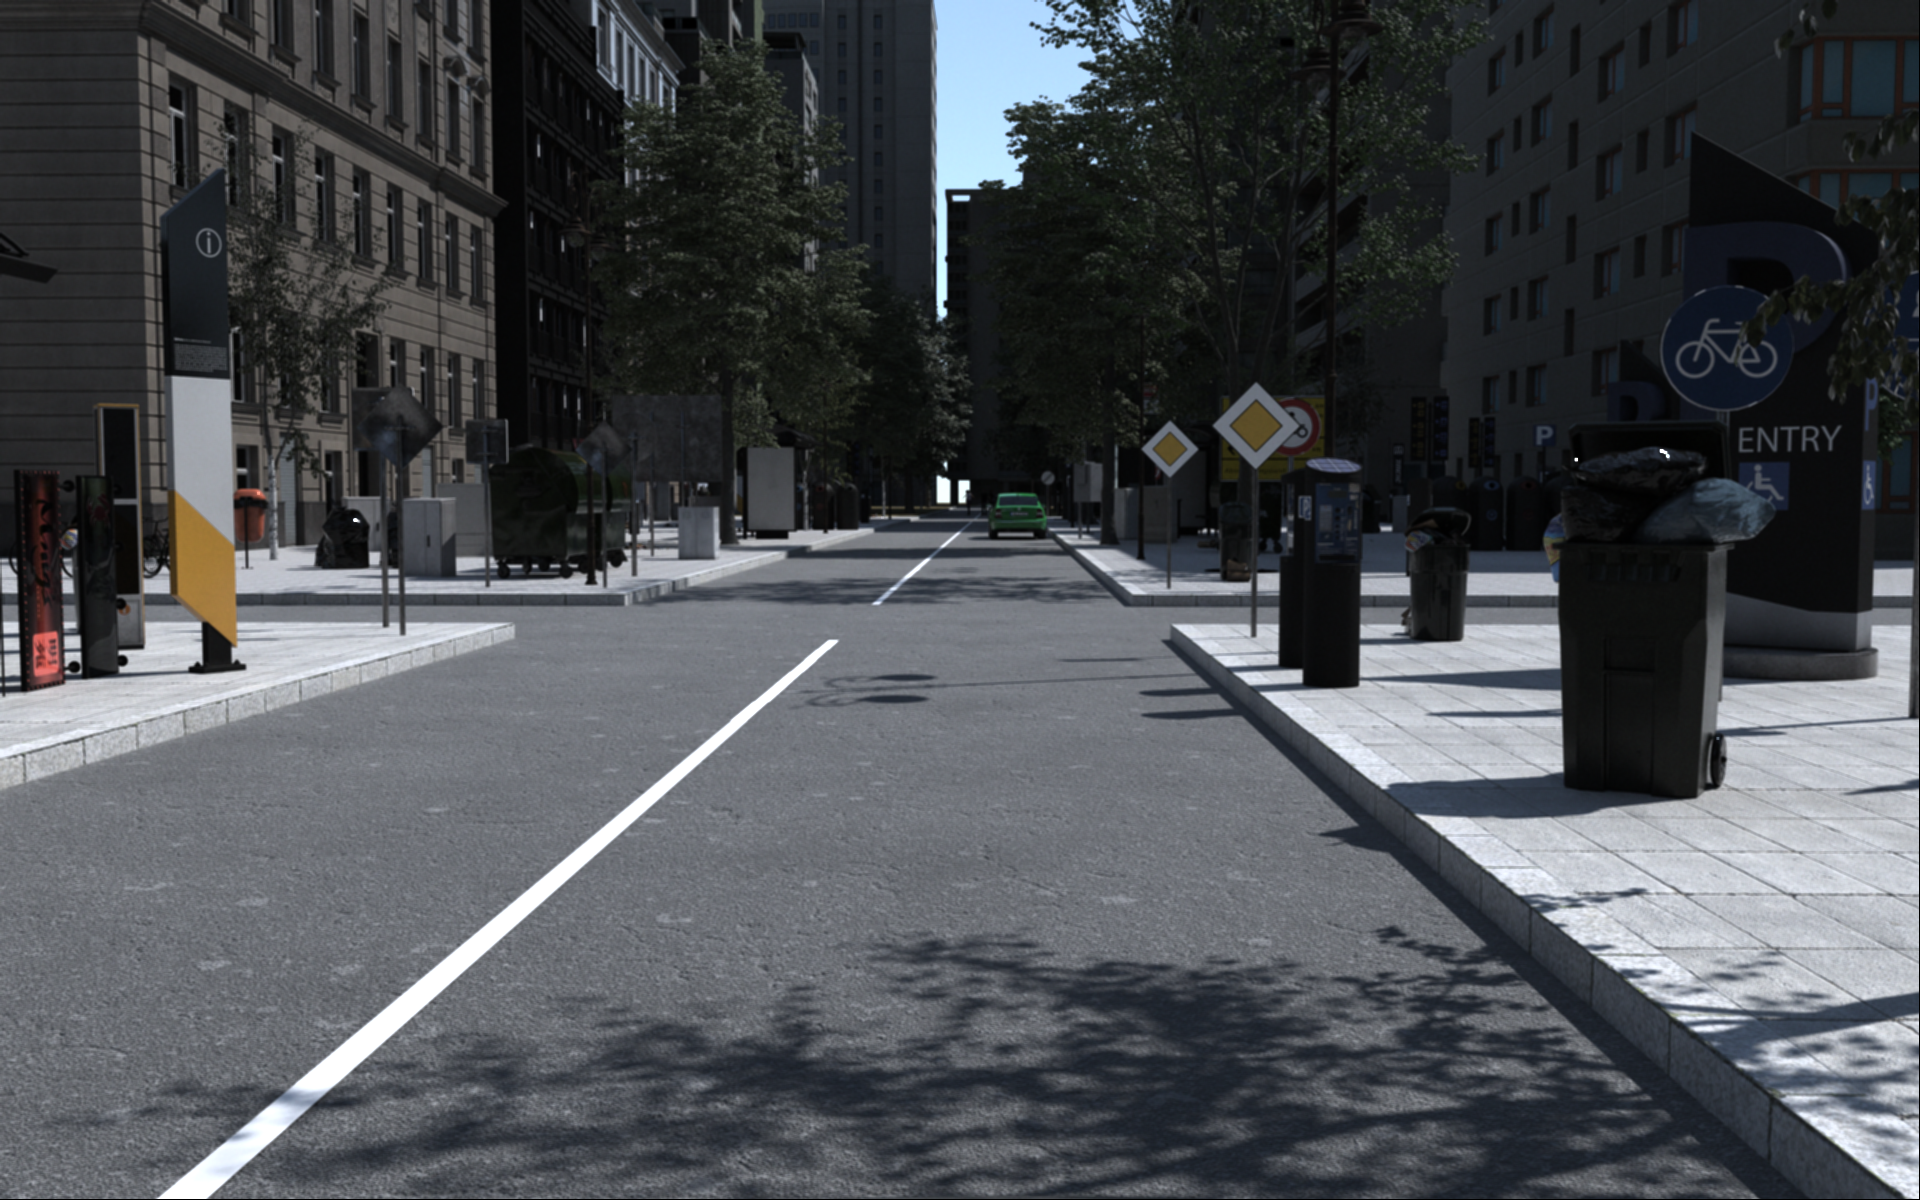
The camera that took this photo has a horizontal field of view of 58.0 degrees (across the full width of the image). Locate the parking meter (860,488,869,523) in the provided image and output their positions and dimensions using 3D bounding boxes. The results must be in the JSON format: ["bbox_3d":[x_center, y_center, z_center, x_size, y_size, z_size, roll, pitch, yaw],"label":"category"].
[{"bbox_3d":[-4.206,-4.160,76.433,0.372,1.533,0.369,0,3,0],"label":"parking meter"}]

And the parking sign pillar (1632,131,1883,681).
[{"bbox_3d":[5.865,-1.469,12.486,1.447,3.967,1.447,3,5,41],"label":"parking sign pillar"}]

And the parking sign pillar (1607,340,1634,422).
[{"bbox_3d":[11.669,-2.520,29.672,1.447,3.967,1.447,-1,4,-20],"label":"parking sign pillar"}]

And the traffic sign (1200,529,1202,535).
[{"bbox_3d":[7.582,-3.328,54.415,0.884,2.594,0.081,0,4,2],"label":"traffic sign"}]

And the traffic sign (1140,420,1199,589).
[{"bbox_3d":[2.832,-1.211,23.445,0.795,2.450,0.064,0,4,1],"label":"traffic sign"}]

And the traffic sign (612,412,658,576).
[{"bbox_3d":[-5.085,-1.643,26.975,0.768,2.556,0.104,0,4,8],"label":"traffic sign"}]

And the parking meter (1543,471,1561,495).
[{"bbox_3d":[14.663,-2.276,42.930,0.399,1.863,0.255,1,4,17],"label":"parking meter"}]

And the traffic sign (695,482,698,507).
[{"bbox_3d":[-5.498,-2.083,36.179,0.606,2.300,0.079,1,4,11],"label":"traffic sign"}]

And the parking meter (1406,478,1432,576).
[{"bbox_3d":[7.170,-1.139,27.041,0.372,1.533,0.369,0,3,0],"label":"parking meter"}]

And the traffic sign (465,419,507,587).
[{"bbox_3d":[-6.495,-1.323,23.764,0.606,2.300,0.079,1,4,11],"label":"traffic sign"}]

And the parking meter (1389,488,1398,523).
[{"bbox_3d":[19.043,-4.140,76.100,0.372,1.533,0.369,0,3,0],"label":"parking meter"}]

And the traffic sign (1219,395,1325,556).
[{"bbox_3d":[6.510,-2.568,35.855,2.265,3.308,0.079,0,4,3],"label":"traffic sign"}]

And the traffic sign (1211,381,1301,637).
[{"bbox_3d":[2.630,-0.723,15.463,0.795,2.450,0.064,0,4,1],"label":"traffic sign"}]

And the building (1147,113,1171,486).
[{"bbox_3d":[29.055,-33.583,199.187,14.200,45.320,14.600,0,4,1],"label":"building"}]

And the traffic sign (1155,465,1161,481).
[{"bbox_3d":[7.459,-4.093,67.020,0.768,2.556,0.104,1,4,9],"label":"traffic sign"}]

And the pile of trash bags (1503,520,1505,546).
[{"bbox_3d":[12.645,-2.025,42.856,1.912,1.369,3.447,2,4,30],"label":"pile of trash bags"}]

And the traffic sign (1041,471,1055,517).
[{"bbox_3d":[4.857,-5.848,95.721,0.768,2.556,0.104,0,4,8],"label":"traffic sign"}]

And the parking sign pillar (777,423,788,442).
[{"bbox_3d":[-6.648,-4.788,66.758,1.447,3.967,1.447,1,4,11],"label":"parking sign pillar"}]

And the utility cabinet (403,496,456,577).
[{"bbox_3d":[-8.304,-0.972,27.047,1.020,1.237,0.306,3,4,37],"label":"utility cabinet"}]

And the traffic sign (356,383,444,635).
[{"bbox_3d":[-5.061,-0.736,15.677,0.795,2.450,0.064,0,4,1],"label":"traffic sign"}]

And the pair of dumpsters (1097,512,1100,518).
[{"bbox_3d":[8.125,-5.633,94.600,1.574,2.255,4.437,0,4,1],"label":"pair of dumpsters"}]

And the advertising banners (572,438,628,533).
[{"bbox_3d":[-11.365,-3.579,54.697,0.090,3.025,2.074,3,5,42],"label":"advertising banners"}]

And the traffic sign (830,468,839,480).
[{"bbox_3d":[-5.714,-4.679,77.679,0.795,2.450,0.064,0,4,7],"label":"traffic sign"}]

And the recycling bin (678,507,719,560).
[{"bbox_3d":[-5.149,-1.321,34.156,0.722,1.027,0.722,0,4,0],"label":"recycling bin"}]

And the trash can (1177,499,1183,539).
[{"bbox_3d":[5.730,-2.191,47.476,0.748,1.137,0.748,0,3,0],"label":"trash can"}]

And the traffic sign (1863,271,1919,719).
[{"bbox_3d":[5.485,-0.596,9.852,0.768,2.556,0.104,0,4,7],"label":"traffic sign"}]

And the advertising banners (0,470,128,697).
[{"bbox_3d":[-6.055,-0.930,11.386,0.090,3.025,2.074,0,4,0],"label":"advertising banners"}]

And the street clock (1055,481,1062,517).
[{"bbox_3d":[5.684,-5.778,99.041,0.471,2.002,0.358,0,4,-4],"label":"street clock"}]

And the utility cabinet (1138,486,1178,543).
[{"bbox_3d":[5.165,-2.242,45.336,0.318,1.500,1.173,-3,4,-38],"label":"utility cabinet"}]

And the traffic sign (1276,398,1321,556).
[{"bbox_3d":[4.402,-1.405,23.072,0.768,2.556,0.104,0,4,5],"label":"traffic sign"}]

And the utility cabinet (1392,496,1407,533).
[{"bbox_3d":[14.790,-2.811,57.129,1.020,1.237,0.306,3,4,39],"label":"utility cabinet"}]

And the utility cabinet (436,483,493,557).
[{"bbox_3d":[-10.015,-1.621,35.187,1.173,1.500,0.318,-2,4,-26],"label":"utility cabinet"}]

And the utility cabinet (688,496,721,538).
[{"bbox_3d":[-7.412,-2.408,50.525,1.020,1.237,0.306,-3,4,-36],"label":"utility cabinet"}]

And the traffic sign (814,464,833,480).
[{"bbox_3d":[-5.549,-4.295,70.329,0.768,2.556,0.104,0,4,3],"label":"traffic sign"}]

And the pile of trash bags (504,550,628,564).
[{"bbox_3d":[-7.222,-1.425,33.044,1.912,1.369,3.447,1,4,11],"label":"pile of trash bags"}]

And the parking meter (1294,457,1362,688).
[{"bbox_3d":[2.490,-0.194,11.582,0.372,1.533,0.369,0,3,0],"label":"parking meter"}]

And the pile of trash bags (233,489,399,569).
[{"bbox_3d":[-10.936,-1.255,30.268,3.447,1.369,1.912,-1,4,-11],"label":"pile of trash bags"}]

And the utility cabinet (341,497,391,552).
[{"bbox_3d":[-13.182,-1.672,38.492,1.020,1.237,0.306,-3,5,-44],"label":"utility cabinet"}]

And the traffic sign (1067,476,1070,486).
[{"bbox_3d":[6.096,-5.697,95.270,0.606,2.300,0.079,0,4,5],"label":"traffic sign"}]

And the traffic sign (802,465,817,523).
[{"bbox_3d":[-6.521,-4.625,75.731,0.768,2.556,0.104,1,4,9],"label":"traffic sign"}]

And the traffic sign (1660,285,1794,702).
[{"bbox_3d":[4.678,-0.645,10.654,0.768,2.556,0.104,1,4,10],"label":"traffic sign"}]

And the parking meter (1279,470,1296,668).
[{"bbox_3d":[2.561,-0.271,12.846,0.372,1.533,0.369,0,3,0],"label":"parking meter"}]

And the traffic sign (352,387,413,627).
[{"bbox_3d":[-5.534,-0.887,16.636,0.606,2.300,0.079,0,4,5],"label":"traffic sign"}]

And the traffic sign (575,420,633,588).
[{"bbox_3d":[-4.859,-1.224,23.660,0.795,2.450,0.064,0,4,1],"label":"traffic sign"}]

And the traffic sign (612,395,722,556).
[{"bbox_3d":[-6.026,-2.555,35.643,2.265,3.308,0.079,0,4,2],"label":"traffic sign"}]

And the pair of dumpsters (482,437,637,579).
[{"bbox_3d":[-6.462,-1.571,28.187,1.574,2.255,4.437,0,4,1],"label":"pair of dumpsters"}]

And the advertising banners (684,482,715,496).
[{"bbox_3d":[-13.290,-5.593,87.637,2.074,3.025,0.090,2,4,27],"label":"advertising banners"}]
